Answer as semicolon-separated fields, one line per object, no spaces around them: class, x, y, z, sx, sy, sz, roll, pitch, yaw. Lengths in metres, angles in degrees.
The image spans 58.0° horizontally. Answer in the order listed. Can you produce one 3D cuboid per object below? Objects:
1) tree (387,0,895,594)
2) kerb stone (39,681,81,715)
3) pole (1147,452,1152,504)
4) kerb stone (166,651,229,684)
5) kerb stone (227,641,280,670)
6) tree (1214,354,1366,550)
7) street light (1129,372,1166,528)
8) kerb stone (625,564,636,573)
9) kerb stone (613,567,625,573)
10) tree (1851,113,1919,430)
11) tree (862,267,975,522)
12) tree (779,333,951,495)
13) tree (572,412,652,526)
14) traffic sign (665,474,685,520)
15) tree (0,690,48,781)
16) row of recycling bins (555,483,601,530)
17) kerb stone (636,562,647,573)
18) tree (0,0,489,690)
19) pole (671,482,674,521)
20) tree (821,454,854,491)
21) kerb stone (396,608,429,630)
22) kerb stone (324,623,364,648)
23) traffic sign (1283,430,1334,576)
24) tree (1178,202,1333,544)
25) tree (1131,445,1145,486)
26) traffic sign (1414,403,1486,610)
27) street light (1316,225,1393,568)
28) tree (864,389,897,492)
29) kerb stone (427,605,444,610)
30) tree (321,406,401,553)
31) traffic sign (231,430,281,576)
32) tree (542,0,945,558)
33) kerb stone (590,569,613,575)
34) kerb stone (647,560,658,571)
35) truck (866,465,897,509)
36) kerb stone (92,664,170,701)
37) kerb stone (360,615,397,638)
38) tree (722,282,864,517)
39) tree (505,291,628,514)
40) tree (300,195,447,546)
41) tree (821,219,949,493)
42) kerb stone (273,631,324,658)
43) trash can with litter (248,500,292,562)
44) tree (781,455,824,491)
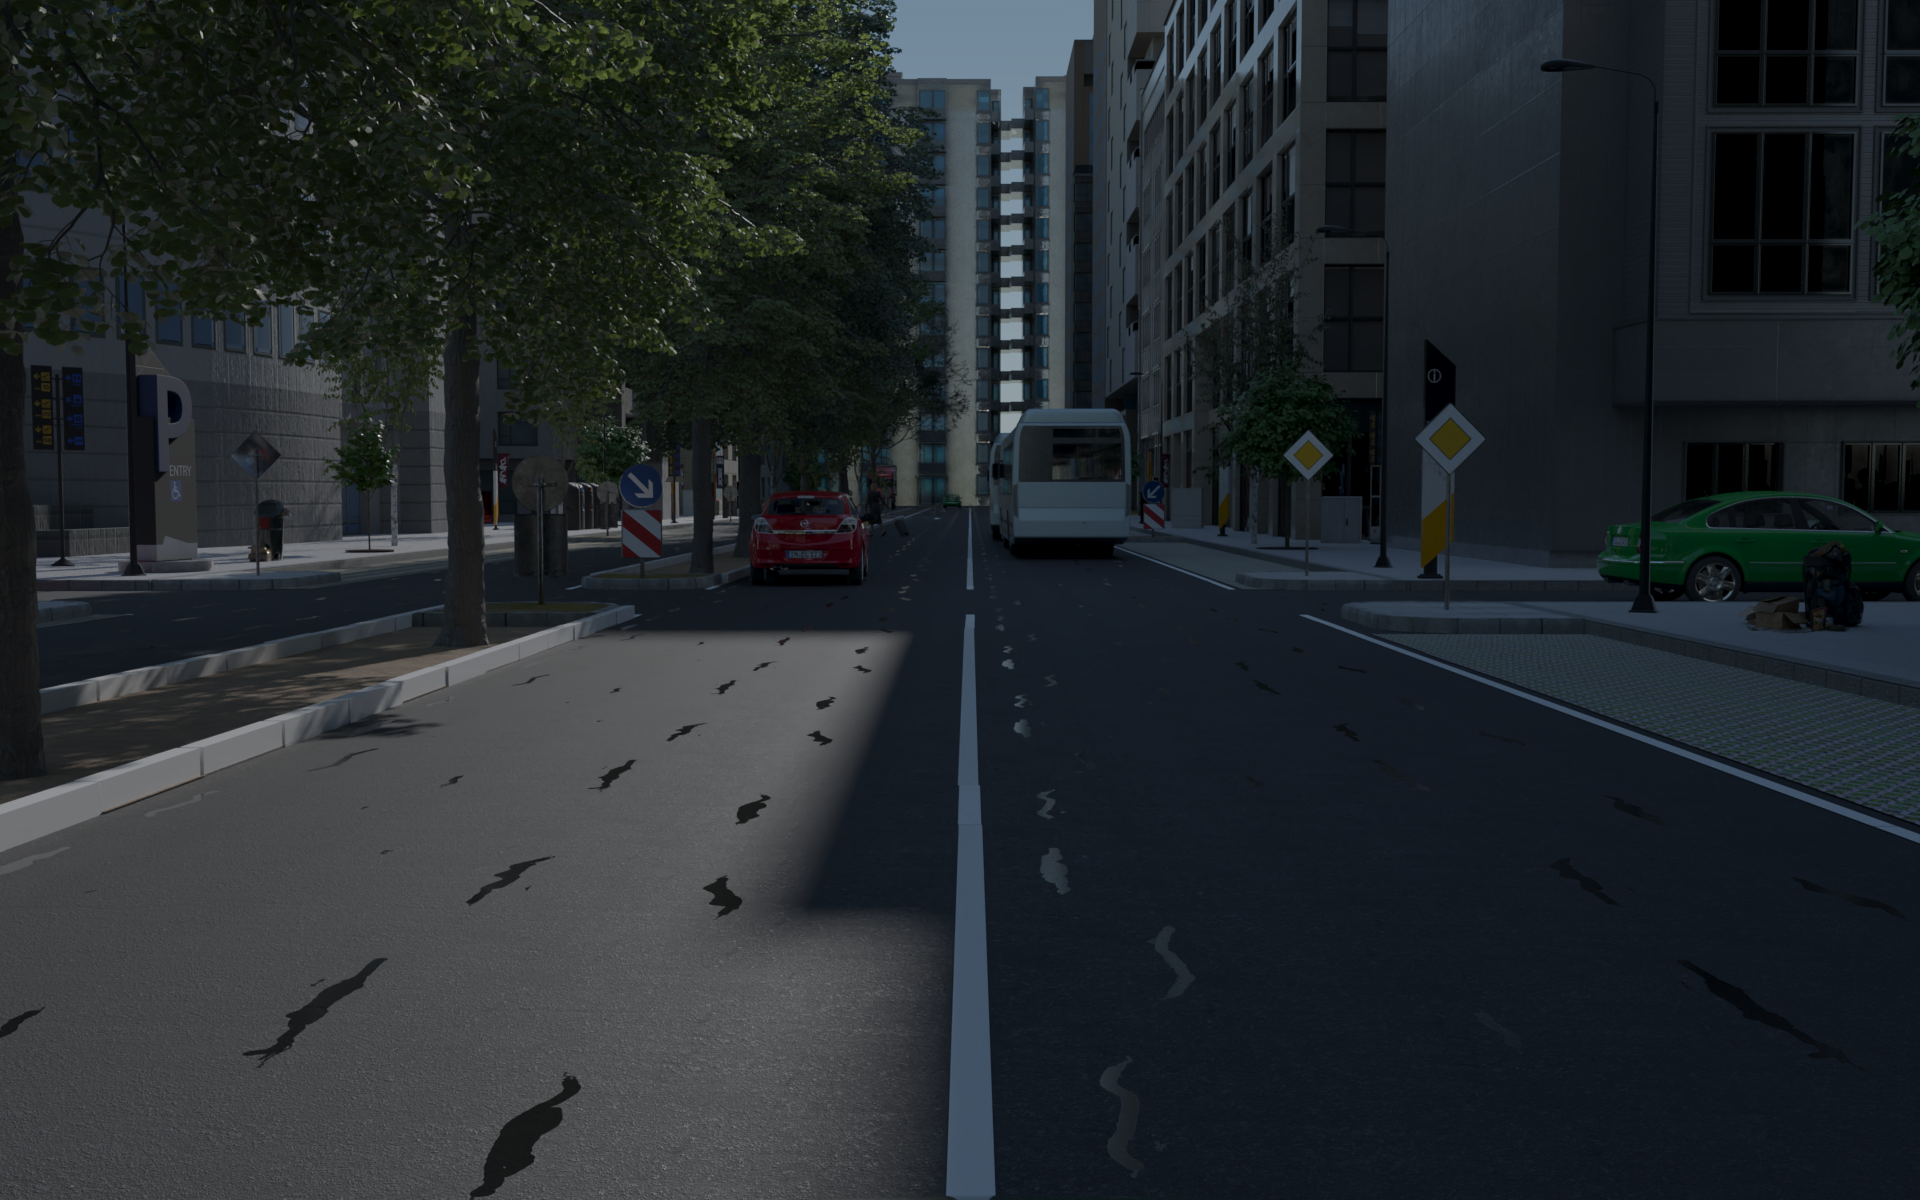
tree;-4.460;-6.650;29.307;7.486;12.596;7.792;0;3;0
kerb stone;-5.982;0.663;11.372;0.120;0.150;1.000;0;4;0
pole;9.096;-5.468;83.251;0.158;3.312;0.155;0;3;0
kerb stone;-5.967;0.540;13.432;0.120;0.150;1.000;0;4;0
kerb stone;-5.957;0.482;14.454;0.120;0.150;1.000;0;4;0
tree;7.695;-3.459;40.275;4.285;4.588;4.351;0;3;0
street light;7.136;-5.714;65.972;1.470;5.913;1.316;0;4;0
kerb stone;-5.876;-0.496;30.350;0.120;0.150;1.000;0;4;0
kerb stone;-5.876;-0.431;29.328;0.120;0.150;1.000;0;4;0
tree;7.716;-1.702;11.540;4.285;4.588;4.351;0;3;0
tree;-4.306;-10.639;86.774;12.009;13.543;11.850;0;3;0
tree;-4.524;-8.165;70.362;8.767;10.594;7.601;0;4;0
tree;-14.006;-5.246;69.482;4.285;4.588;4.351;0;3;0
traffic sign;-12.733;-4.730;77.343;0.884;2.594;0.081;0;4;3
tree;-4.956;-5.395;8.791;7.486;12.596;7.792;0;3;0
row of recycling bins;-13.830;-3.396;62.643;1.069;1.692;3.534;0;4;5
kerb stone;-5.861;-0.561;31.372;0.120;0.150;1.000;0;4;0
tree;-4.771;-5.858;16.362;7.486;12.596;7.792;0;3;0
pole;-13.807;-5.475;83.357;0.158;3.312;0.155;0;3;0
tree;-12.480;-14.057;180.195;4.360;8.622;3.978;0;3;0
kerb stone;-5.933;0.223;18.544;0.120;0.150;1.000;0;4;0
kerb stone;-5.944;0.355;16.501;0.120;0.150;1.000;0;4;0
traffic sign;5.437;-1.435;27.111;0.795;2.450;0.064;0;4;0
tree;7.578;-5.758;44.498;4.360;8.622;3.978;0;3;0
tree;8.033;-6.581;91.314;4.285;4.588;4.351;0;3;0
traffic sign;5.390;-0.947;19.126;0.795;2.450;0.064;0;4;0
street light;6.858;-3.521;30.114;1.470;5.913;1.316;0;4;0
tree;-4.488;-7.635;77.651;4.737;8.622;4.395;0;3;0
kerb stone;-5.936;0.161;19.578;0.120;0.150;1.000;0;4;0
tree;-13.158;-2.660;38.098;1.663;3.219;1.824;0;3;0
traffic sign;-11.057;-1.442;27.227;0.795;2.450;0.064;0;4;0
tree;-4.782;-7.931;38.790;9.857;13.997;8.962;0;3;0
kerb stone;-5.877;-0.374;28.303;0.120;0.150;1.000;0;4;0
kerb stone;-5.852;-0.624;32.395;0.120;0.150;1.000;0;4;0
truck;-7.470;-10.955;168.024;2.839;4.237;11.283;0;4;-1
kerb stone;-5.972;0.599;12.410;0.120;0.150;1.000;0;4;0
kerb stone;-5.944;0.289;17.523;0.120;0.150;1.000;0;4;0
tree;-4.996;-5.728;46.471;4.737;8.622;4.395;0;3;0
tree;-13.450;-6.617;58.555;4.737;8.622;4.395;0;3;0
tree;-14.117;-5.657;42.862;4.737;8.622;4.395;0;3;0
tree;-4.154;-8.151;61.480;9.928;11.665;9.643;0;3;0
kerb stone;-5.954;0.411;15.479;0.120;0.150;1.000;0;4;0
trash can with litter;-13.248;-1.334;33.190;0.624;1.170;1.055;0;4;-5
tree;-13.297;-10.140;149.501;4.285;4.588;4.351;0;3;0
